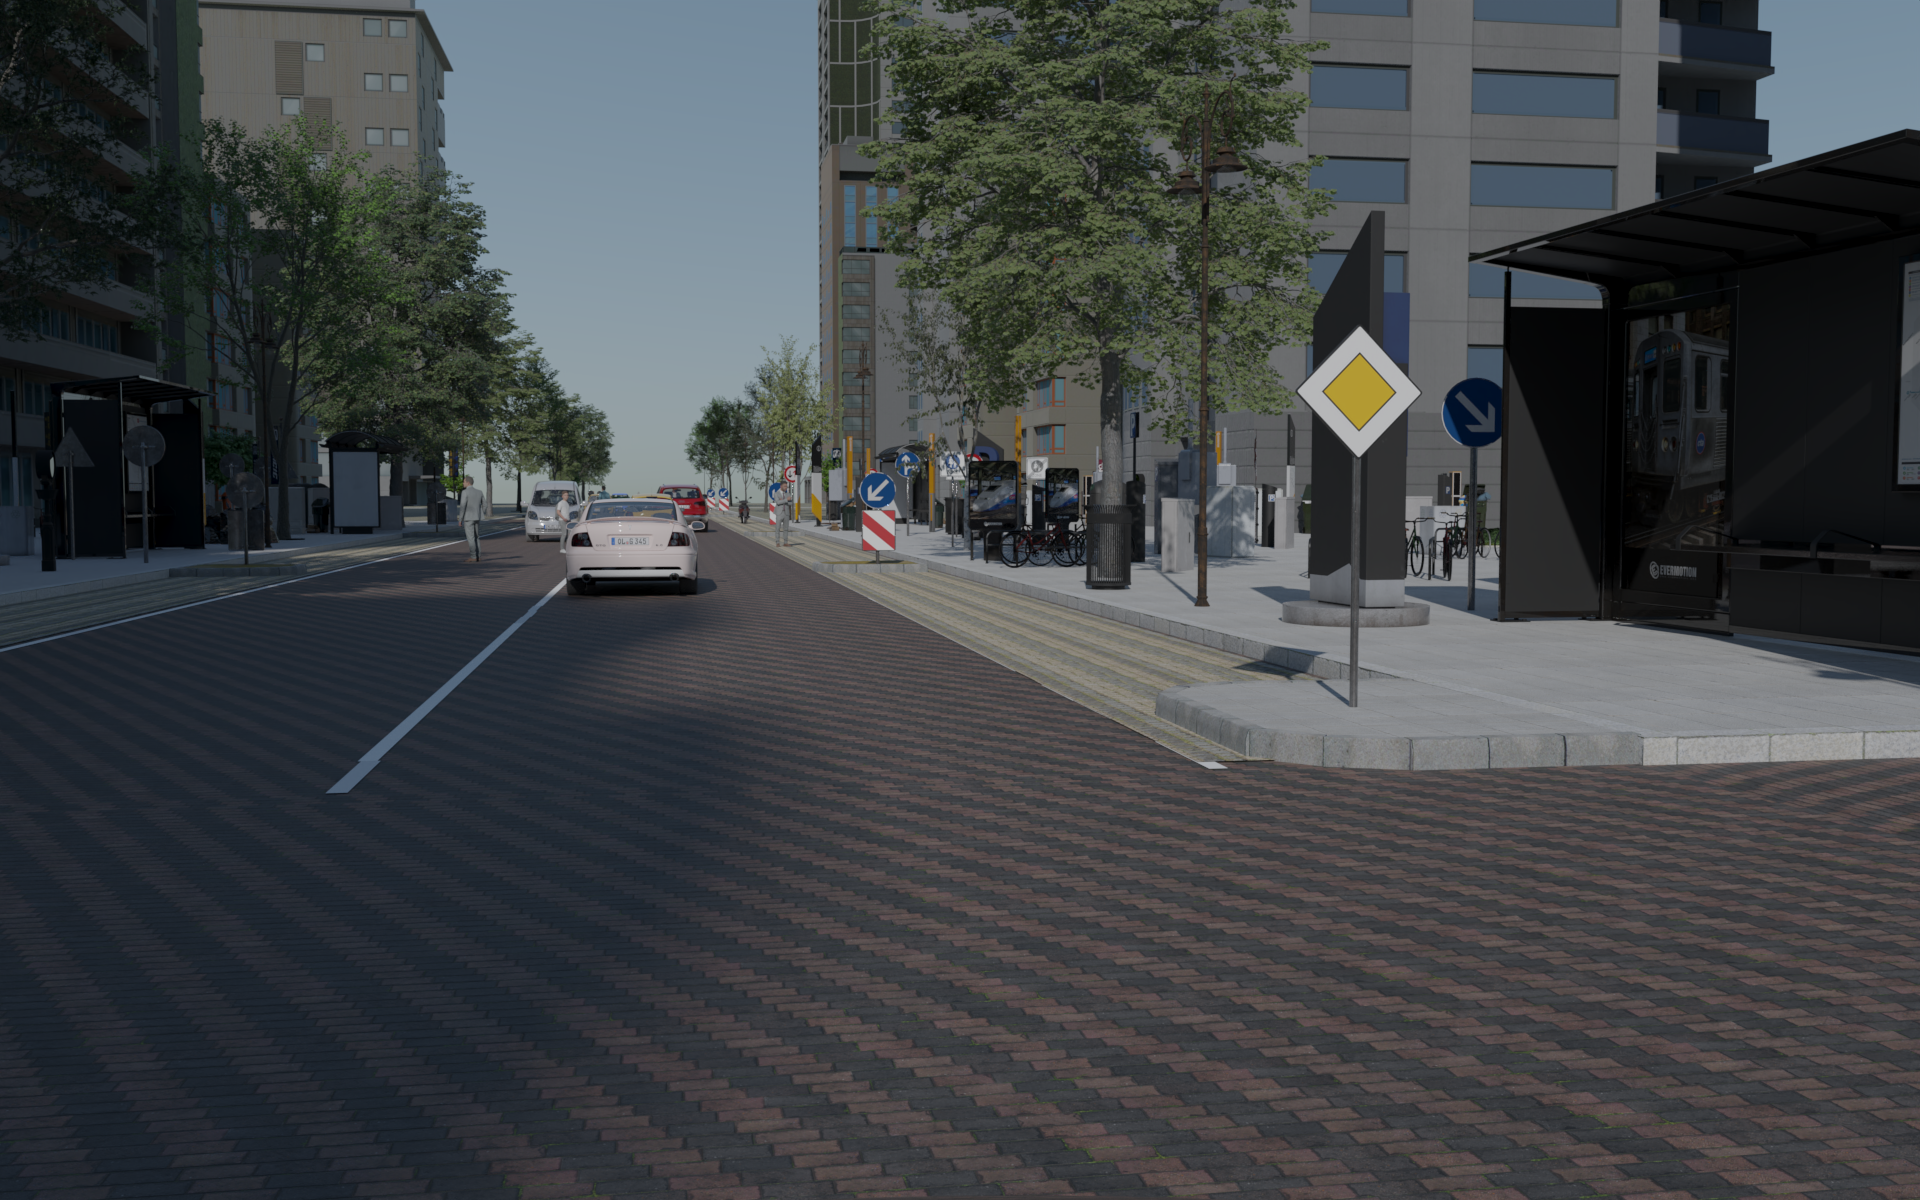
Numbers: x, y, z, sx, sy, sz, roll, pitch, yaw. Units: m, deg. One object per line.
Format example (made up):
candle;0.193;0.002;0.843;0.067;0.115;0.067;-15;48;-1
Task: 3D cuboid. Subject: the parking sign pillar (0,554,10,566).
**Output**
parking sign pillar;-17.835;-2.595;30.901;1.447;3.967;1.447;0;4;0

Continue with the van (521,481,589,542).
van;-12.393;-2.818;53.088;2.013;2.044;4.112;-1;4;-11

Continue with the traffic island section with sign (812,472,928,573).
traffic island section with sign;-1.727;-1.446;32.278;1.989;1.847;2.006;-1;4;-10

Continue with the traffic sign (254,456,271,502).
traffic sign;-23.370;-3.558;58.283;0.768;2.556;0.104;0;4;-3

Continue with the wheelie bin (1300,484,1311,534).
wheelie bin;11.402;-2.925;55.734;0.980;1.594;0.693;3;4;37

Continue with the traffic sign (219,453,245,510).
traffic sign;-22.794;-3.312;54.253;0.768;2.556;0.104;0;4;-5

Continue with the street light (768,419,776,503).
street light;-10.198;-7.453;94.643;0.468;5.910;1.993;-1;4;-10

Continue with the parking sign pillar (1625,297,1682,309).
parking sign pillar;7.782;-1.909;19.681;1.447;3.967;1.447;-1;4;-17

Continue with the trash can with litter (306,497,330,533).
trash can with litter;-21.082;-2.788;56.973;0.624;1.170;1.055;0;4;4

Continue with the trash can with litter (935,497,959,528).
trash can with litter;-0.612;-3.278;64.986;1.055;1.170;0.624;0;4;2

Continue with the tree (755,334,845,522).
tree;-7.353;-7.883;79.245;4.737;8.622;4.395;0;3;0

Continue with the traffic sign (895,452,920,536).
traffic sign;-1.584;-3.219;52.738;0.768;2.556;0.104;0;4;-4

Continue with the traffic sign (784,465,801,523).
traffic sign;-7.415;-4.691;76.800;0.768;2.556;0.104;0;4;-1

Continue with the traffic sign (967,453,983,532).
traffic sign;0.352;-3.303;54.106;0.768;2.556;0.104;0;4;-7

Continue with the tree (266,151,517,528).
tree;-21.544;-9.726;65.673;9.857;13.997;8.962;0;3;0

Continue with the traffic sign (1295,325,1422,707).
traffic sign;2.367;-0.411;10.370;0.795;2.450;0.064;-1;4;-10

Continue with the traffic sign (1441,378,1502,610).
traffic sign;5.645;-1.159;19.051;0.768;2.556;0.104;0;4;-2

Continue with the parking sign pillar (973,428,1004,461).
parking sign pillar;1.111;-5.011;70.398;1.447;3.967;1.447;1;4;21

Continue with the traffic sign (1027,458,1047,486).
traffic sign;2.162;-2.849;48.710;0.606;2.300;0.079;-1;4;-10

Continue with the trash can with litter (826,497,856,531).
trash can with litter;-4.090;-2.998;60.397;1.055;1.170;0.624;-2;4;-23

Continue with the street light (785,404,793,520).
street light;-8.279;-6.816;84.233;0.468;5.910;1.993;-1;4;-10

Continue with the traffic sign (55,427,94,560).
traffic sign;-17.213;-2.052;33.547;0.884;2.594;0.081;0;4;0

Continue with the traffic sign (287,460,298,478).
traffic sign;-22.976;-3.606;58.966;0.884;2.594;0.081;-1;4;-8

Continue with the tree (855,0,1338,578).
tree;1.901;-6.617;26.321;7.486;12.596;7.792;0;3;0

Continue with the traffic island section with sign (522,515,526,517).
traffic island section with sign;-25.926;-6.007;106.840;1.989;1.847;2.006;-1;4;-10

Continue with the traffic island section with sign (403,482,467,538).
traffic island section with sign;-17.402;-2.998;57.642;1.989;1.847;2.006;-1;4;-10

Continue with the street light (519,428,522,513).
street light;-29.795;-8.843;117.370;0.468;5.910;1.993;-1;4;-10

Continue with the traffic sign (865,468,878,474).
traffic sign;-4.380;-5.250;85.943;0.768;2.556;0.104;-1;4;-10

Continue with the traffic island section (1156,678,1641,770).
traffic island section;2.389;0.724;10.451;2.009;0.180;2.903;-1;4;-10

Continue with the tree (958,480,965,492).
tree;0.599;-5.478;84.166;1.663;3.219;1.824;0;3;0

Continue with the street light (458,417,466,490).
street light;-24.090;-6.802;84.007;0.468;5.910;1.993;-1;4;-10

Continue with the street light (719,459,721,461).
street light;-24.384;-12.507;177.278;0.468;5.910;1.993;-1;4;-10

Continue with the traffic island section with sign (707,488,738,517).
traffic island section with sign;-14.960;-6.119;108.673;1.989;1.847;2.006;-1;4;-10

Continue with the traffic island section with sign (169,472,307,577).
traffic island section with sign;-12.748;-1.353;30.756;1.989;1.847;2.006;-1;4;-10

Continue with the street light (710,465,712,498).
street light;-30.078;-14.469;209.352;0.468;5.910;1.993;-1;4;-10

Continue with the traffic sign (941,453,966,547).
traffic sign;-0.178;-2.433;41.914;0.606;2.300;0.079;0;4;-3

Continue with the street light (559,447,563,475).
street light;-38.171;-11.795;165.641;0.468;5.910;1.993;-1;4;-10

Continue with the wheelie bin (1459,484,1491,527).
wheelie bin;16.199;-2.844;54.405;0.980;1.594;0.693;0;3;0

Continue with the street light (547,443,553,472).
street light;-35.498;-10.835;149.934;0.468;5.910;1.993;-1;4;-10

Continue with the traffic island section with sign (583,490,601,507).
traffic island section with sign;-40.071;-10.998;188.445;1.989;1.847;2.006;-1;4;-10

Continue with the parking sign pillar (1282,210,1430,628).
parking sign pillar;3.959;-1.759;17.227;1.447;3.967;1.447;-1;4;-13

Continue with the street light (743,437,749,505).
street light;-15.773;-9.459;127.449;0.468;5.910;1.993;-1;4;-10

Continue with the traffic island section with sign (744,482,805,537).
traffic island section with sign;-6.358;-3.084;59.057;1.989;1.847;2.006;-1;4;-10

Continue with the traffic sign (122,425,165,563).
traffic sign;-15.121;-1.957;32.102;0.768;2.556;0.104;0;4;-4

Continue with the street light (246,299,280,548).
street light;-16.536;-4.186;41.221;0.468;5.910;1.993;-1;4;-10

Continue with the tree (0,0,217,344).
tree;-14.281;-5.455;23.597;8.767;10.594;7.601;0;4;3

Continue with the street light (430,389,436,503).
street light;-22.216;-6.139;73.166;0.468;5.910;1.993;-1;4;-10

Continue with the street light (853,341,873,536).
street light;-2.916;-4.859;52.234;0.468;5.910;1.993;-1;4;-10

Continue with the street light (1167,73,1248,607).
street light;2.766;-2.864;19.610;0.468;5.910;1.993;-1;4;-10

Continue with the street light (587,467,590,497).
street light;-49.400;-15.770;230.631;0.468;5.910;1.993;-1;4;-10

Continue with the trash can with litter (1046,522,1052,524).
trash can with litter;3.868;-3.798;73.487;0.624;1.170;1.055;-1;4;-14

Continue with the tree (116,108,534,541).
tree;-18.871;-7.461;47.747;9.928;11.665;9.643;0;3;0

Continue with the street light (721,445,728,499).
street light;-21.489;-11.439;159.815;0.468;5.910;1.993;-1;4;-10
